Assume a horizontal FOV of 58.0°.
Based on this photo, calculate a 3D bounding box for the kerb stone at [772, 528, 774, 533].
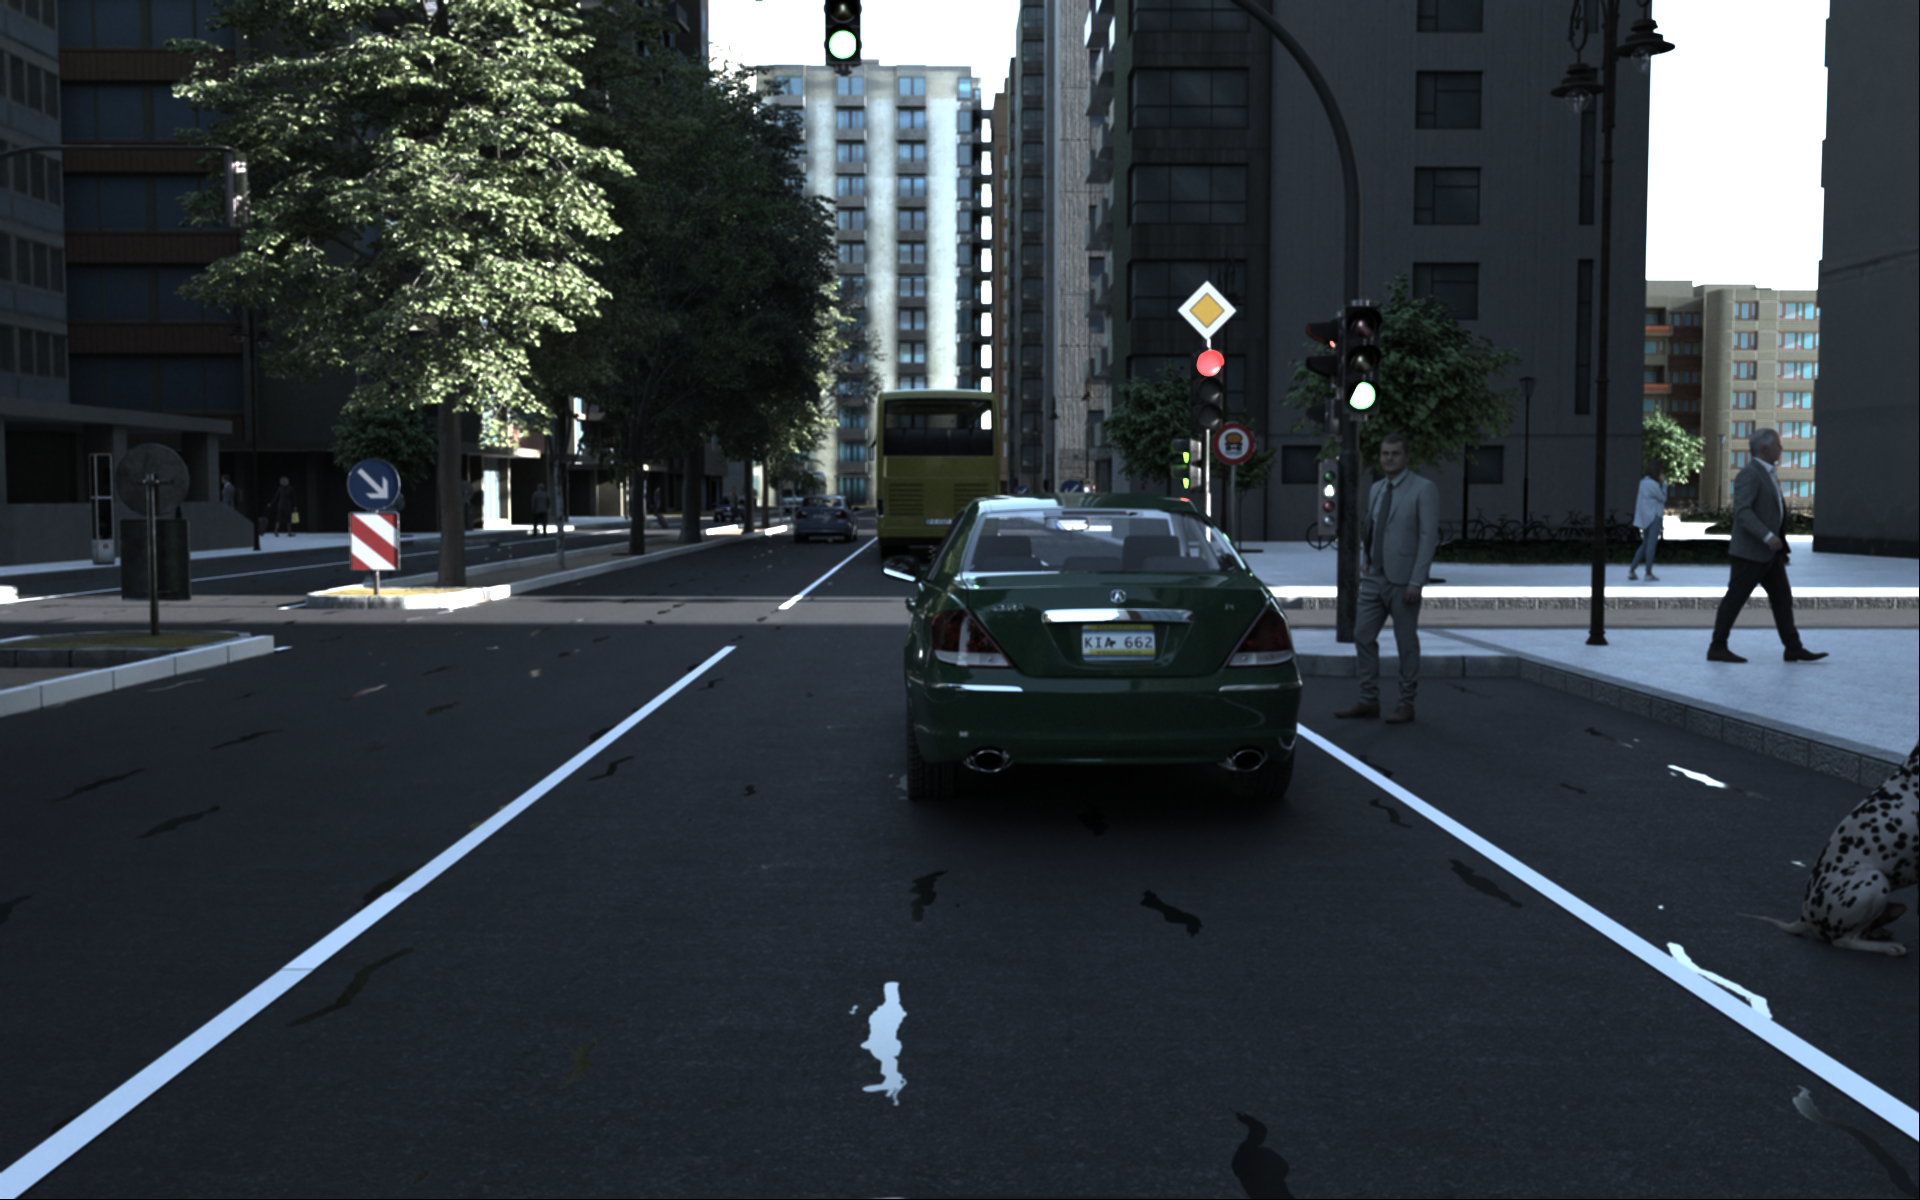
[{"bbox_3d":[-6.941,-2.489,62.884,0.120,0.150,1.000,0,4,-1],"label":"kerb stone"}]

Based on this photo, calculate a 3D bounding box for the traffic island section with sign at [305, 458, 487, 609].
[{"bbox_3d":[-7.412,-0.881,22.535,2.006,1.907,1.989,0,4,-1],"label":"traffic island section with sign"}]

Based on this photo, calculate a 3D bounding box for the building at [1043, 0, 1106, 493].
[{"bbox_3d":[16.108,-35.065,115.309,21.231,58.520,28.212,0,4,-1],"label":"building"}]

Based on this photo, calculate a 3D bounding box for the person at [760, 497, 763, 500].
[{"bbox_3d":[-18.401,-9.378,162.632,0.557,1.426,1.065,2,4,28],"label":"person"}]

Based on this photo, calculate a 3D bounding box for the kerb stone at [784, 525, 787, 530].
[{"bbox_3d":[-7.009,-2.802,68.004,0.120,0.150,1.000,0,4,-1],"label":"kerb stone"}]

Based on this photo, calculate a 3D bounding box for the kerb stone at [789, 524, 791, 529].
[{"bbox_3d":[-7.041,-2.927,70.048,0.120,0.150,1.000,0,4,-1],"label":"kerb stone"}]

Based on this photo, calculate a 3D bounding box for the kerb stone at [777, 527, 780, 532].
[{"bbox_3d":[-6.964,-2.614,64.937,0.120,0.150,1.000,0,4,-1],"label":"kerb stone"}]

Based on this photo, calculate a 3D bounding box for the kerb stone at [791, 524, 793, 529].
[{"bbox_3d":[-7.053,-2.989,71.070,0.120,0.150,1.000,0,4,-1],"label":"kerb stone"}]

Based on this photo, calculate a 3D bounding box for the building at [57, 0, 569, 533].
[{"bbox_3d":[-27.292,-25.342,68.968,22.147,44.769,28.867,0,4,-1],"label":"building"}]

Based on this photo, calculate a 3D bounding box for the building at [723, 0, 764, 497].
[{"bbox_3d":[-32.834,-34.754,157.461,27.495,52.752,28.713,0,4,-1],"label":"building"}]

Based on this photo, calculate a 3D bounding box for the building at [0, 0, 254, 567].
[{"bbox_3d":[-33.144,-20.922,33.960,32.217,40.220,23.993,0,4,-1],"label":"building"}]

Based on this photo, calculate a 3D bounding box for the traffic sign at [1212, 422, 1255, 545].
[{"bbox_3d":[4.832,-1.870,30.674,0.768,2.556,0.104,0,3,0],"label":"traffic sign"}]

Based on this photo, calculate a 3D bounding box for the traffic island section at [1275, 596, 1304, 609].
[{"bbox_3d":[3.265,-0.045,23.023,2.009,0.180,2.903,0,4,-1],"label":"traffic island section"}]

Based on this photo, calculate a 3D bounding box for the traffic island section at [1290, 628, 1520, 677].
[{"bbox_3d":[3.377,0.443,15.038,2.009,0.180,2.903,0,4,-1],"label":"traffic island section"}]

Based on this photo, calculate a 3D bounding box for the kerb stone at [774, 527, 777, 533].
[{"bbox_3d":[-6.965,-2.551,63.906,0.120,0.150,1.000,0,4,-1],"label":"kerb stone"}]

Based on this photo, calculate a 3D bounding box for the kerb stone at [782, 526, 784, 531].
[{"bbox_3d":[-7.000,-2.732,66.982,0.120,0.150,1.000,0,4,-1],"label":"kerb stone"}]

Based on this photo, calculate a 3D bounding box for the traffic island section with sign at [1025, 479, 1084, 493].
[{"bbox_3d":[2.914,-2.395,47.788,1.989,1.847,2.006,0,4,-1],"label":"traffic island section with sign"}]

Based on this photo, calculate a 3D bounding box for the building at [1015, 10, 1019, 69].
[{"bbox_3d":[11.999,-30.672,151.594,14.600,45.320,14.200,0,4,-1],"label":"building"}]

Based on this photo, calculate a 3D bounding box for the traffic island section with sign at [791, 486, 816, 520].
[{"bbox_3d":[-8.474,-5.476,97.666,2.006,1.907,1.989,0,4,-1],"label":"traffic island section with sign"}]

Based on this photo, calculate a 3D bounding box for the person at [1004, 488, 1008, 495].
[{"bbox_3d":[3.955,-8.471,145.066,0.721,1.766,1.217,0,4,5],"label":"person"}]

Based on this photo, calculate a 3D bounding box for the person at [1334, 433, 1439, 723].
[{"bbox_3d":[2.737,-0.143,10.945,0.391,1.810,0.635,-3,5,-40],"label":"person"}]

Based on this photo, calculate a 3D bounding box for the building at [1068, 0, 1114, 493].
[{"bbox_3d":[17.720,-28.305,82.391,23.786,49.044,30.456,0,4,-1],"label":"building"}]

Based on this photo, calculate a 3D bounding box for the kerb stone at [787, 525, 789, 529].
[{"bbox_3d":[-7.030,-2.864,69.026,0.120,0.150,1.000,0,4,-1],"label":"kerb stone"}]

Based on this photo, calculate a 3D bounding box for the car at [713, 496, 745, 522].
[{"bbox_3d":[-11.715,-4.714,89.655,1.945,1.354,3.894,0,3,0],"label":"car"}]

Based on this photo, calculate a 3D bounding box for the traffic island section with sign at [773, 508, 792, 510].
[{"bbox_3d":[-15.367,-8.791,152.361,1.989,1.847,2.006,0,4,-1],"label":"traffic island section with sign"}]

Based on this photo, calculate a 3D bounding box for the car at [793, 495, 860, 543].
[{"bbox_3d":[-4.053,-2.474,52.448,2.014,1.417,4.499,0,4,-1],"label":"car"}]

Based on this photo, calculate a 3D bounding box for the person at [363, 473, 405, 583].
[{"bbox_3d":[-9.201,-1.154,27.631,0.793,1.790,0.793,-3,5,-41],"label":"person"}]

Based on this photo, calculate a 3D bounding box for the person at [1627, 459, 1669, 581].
[{"bbox_3d":[10.198,-1.185,25.680,0.793,1.790,0.793,-2,4,-34],"label":"person"}]

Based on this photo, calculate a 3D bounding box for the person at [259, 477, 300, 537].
[{"bbox_3d":[-20.686,-2.820,52.362,1.509,1.804,0.699,2,4,27],"label":"person"}]

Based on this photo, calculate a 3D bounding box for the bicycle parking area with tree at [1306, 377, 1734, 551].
[{"bbox_3d":[12.478,-3.280,40.625,8.231,4.147,9.016,-3,5,-44],"label":"bicycle parking area with tree"}]

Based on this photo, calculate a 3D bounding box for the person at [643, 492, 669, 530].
[{"bbox_3d":[-12.472,-3.732,69.734,1.509,1.804,0.699,-2,4,-26],"label":"person"}]

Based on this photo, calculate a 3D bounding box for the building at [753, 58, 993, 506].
[{"bbox_3d":[-11.754,-35.086,193.271,30.456,49.044,23.786,0,4,-1],"label":"building"}]

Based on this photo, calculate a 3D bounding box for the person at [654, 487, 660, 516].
[{"bbox_3d":[-17.299,-5.627,98.958,0.530,1.710,0.541,1,4,19],"label":"person"}]

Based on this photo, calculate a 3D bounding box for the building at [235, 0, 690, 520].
[{"bbox_3d":[-29.430,-27.942,111.473,22.147,44.769,28.867,0,4,-1],"label":"building"}]

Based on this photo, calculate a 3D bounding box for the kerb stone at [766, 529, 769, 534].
[{"bbox_3d":[-6.911,-2.364,60.840,0.120,0.150,1.000,0,4,-1],"label":"kerb stone"}]

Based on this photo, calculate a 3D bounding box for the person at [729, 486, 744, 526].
[{"bbox_3d":[-10.025,-4.186,77.127,0.728,1.800,0.709,3,5,40],"label":"person"}]

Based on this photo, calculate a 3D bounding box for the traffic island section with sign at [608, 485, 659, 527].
[{"bbox_3d":[-14.292,-4.119,75.965,1.989,1.847,2.006,0,4,-1],"label":"traffic island section with sign"}]

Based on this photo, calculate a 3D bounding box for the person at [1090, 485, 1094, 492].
[{"bbox_3d":[7.681,-5.730,99.708,1.348,1.826,0.705,1,4,9],"label":"person"}]

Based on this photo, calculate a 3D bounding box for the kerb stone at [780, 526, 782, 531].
[{"bbox_3d":[-6.982,-2.677,65.959,0.120,0.150,1.000,0,4,-1],"label":"kerb stone"}]

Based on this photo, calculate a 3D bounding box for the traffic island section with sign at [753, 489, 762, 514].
[{"bbox_3d":[-14.979,-7.143,125.409,1.989,1.847,2.006,0,4,-1],"label":"traffic island section with sign"}]

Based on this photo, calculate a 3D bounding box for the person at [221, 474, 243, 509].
[{"bbox_3d":[-20.584,-2.619,48.822,0.822,1.834,0.622,-1,4,-21],"label":"person"}]

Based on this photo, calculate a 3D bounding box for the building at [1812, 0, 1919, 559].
[{"bbox_3d":[29.443,-25.015,32.696,21.600,48.544,21.300,0,4,-1],"label":"building"}]

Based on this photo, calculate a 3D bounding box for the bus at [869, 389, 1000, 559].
[{"bbox_3d":[-0.734,-3.033,41.130,2.896,3.916,12.252,0,4,-3],"label":"bus"}]

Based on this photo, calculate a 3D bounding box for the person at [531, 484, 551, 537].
[{"bbox_3d":[-14.151,-3.022,58.302,0.661,1.777,0.834,-3,4,-38],"label":"person"}]

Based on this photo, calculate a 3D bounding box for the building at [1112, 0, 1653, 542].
[{"bbox_3d":[11.484,-17.183,52.643,14.160,30.474,14.107,0,4,-1],"label":"building"}]

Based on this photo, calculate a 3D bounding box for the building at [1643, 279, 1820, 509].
[{"bbox_3d":[58.325,-19.257,159.896,28.899,21.520,27.650,0,4,-1],"label":"building"}]

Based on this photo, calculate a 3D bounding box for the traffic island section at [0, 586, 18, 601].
[{"bbox_3d":[-13.874,-0.031,22.788,2.009,0.180,2.903,0,4,-1],"label":"traffic island section"}]

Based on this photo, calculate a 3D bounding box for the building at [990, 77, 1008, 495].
[{"bbox_3d":[10.629,-32.999,189.639,14.200,45.320,14.600,0,4,-1],"label":"building"}]

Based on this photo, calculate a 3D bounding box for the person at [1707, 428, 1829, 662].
[{"bbox_3d":[6.131,-0.408,13.119,0.834,1.777,0.661,2,4,32],"label":"person"}]

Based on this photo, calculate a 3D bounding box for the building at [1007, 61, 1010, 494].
[{"bbox_3d":[11.497,-29.498,165.880,14.154,41.232,14.086,0,4,-1],"label":"building"}]

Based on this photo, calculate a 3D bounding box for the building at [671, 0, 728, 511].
[{"bbox_3d":[-25.837,-29.570,133.585,14.600,45.320,14.200,0,4,-1],"label":"building"}]

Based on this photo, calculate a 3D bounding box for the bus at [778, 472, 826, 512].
[{"bbox_3d":[-12.402,-8.736,137.694,2.948,3.499,13.247,0,4,0],"label":"bus"}]

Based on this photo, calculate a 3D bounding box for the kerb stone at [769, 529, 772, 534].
[{"bbox_3d":[-6.930,-2.421,61.863,0.120,0.150,1.000,0,4,-1],"label":"kerb stone"}]

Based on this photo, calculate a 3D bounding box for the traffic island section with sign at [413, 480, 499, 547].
[{"bbox_3d":[-13.898,-2.408,47.995,1.989,1.847,2.006,0,4,-1],"label":"traffic island section with sign"}]

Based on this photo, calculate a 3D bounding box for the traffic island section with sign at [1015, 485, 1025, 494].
[{"bbox_3d":[2.549,-4.044,74.741,1.989,1.847,2.006,0,4,-1],"label":"traffic island section with sign"}]

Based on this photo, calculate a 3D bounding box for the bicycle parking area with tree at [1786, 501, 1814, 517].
[{"bbox_3d":[38.613,-6.021,85.442,8.231,4.147,9.016,-2,4,-33],"label":"bicycle parking area with tree"}]

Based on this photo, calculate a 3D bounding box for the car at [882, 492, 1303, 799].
[{"bbox_3d":[0.620,0.135,9.594,2.131,1.459,4.920,0,4,-1],"label":"car"}]

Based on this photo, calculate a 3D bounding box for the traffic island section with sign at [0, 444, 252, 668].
[{"bbox_3d":[-7.318,-0.428,15.128,2.006,1.907,1.989,0,4,-1],"label":"traffic island section with sign"}]

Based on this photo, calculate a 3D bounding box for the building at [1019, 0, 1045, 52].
[{"bbox_3d":[11.590,-27.768,137.595,14.154,41.232,14.086,0,4,-1],"label":"building"}]
